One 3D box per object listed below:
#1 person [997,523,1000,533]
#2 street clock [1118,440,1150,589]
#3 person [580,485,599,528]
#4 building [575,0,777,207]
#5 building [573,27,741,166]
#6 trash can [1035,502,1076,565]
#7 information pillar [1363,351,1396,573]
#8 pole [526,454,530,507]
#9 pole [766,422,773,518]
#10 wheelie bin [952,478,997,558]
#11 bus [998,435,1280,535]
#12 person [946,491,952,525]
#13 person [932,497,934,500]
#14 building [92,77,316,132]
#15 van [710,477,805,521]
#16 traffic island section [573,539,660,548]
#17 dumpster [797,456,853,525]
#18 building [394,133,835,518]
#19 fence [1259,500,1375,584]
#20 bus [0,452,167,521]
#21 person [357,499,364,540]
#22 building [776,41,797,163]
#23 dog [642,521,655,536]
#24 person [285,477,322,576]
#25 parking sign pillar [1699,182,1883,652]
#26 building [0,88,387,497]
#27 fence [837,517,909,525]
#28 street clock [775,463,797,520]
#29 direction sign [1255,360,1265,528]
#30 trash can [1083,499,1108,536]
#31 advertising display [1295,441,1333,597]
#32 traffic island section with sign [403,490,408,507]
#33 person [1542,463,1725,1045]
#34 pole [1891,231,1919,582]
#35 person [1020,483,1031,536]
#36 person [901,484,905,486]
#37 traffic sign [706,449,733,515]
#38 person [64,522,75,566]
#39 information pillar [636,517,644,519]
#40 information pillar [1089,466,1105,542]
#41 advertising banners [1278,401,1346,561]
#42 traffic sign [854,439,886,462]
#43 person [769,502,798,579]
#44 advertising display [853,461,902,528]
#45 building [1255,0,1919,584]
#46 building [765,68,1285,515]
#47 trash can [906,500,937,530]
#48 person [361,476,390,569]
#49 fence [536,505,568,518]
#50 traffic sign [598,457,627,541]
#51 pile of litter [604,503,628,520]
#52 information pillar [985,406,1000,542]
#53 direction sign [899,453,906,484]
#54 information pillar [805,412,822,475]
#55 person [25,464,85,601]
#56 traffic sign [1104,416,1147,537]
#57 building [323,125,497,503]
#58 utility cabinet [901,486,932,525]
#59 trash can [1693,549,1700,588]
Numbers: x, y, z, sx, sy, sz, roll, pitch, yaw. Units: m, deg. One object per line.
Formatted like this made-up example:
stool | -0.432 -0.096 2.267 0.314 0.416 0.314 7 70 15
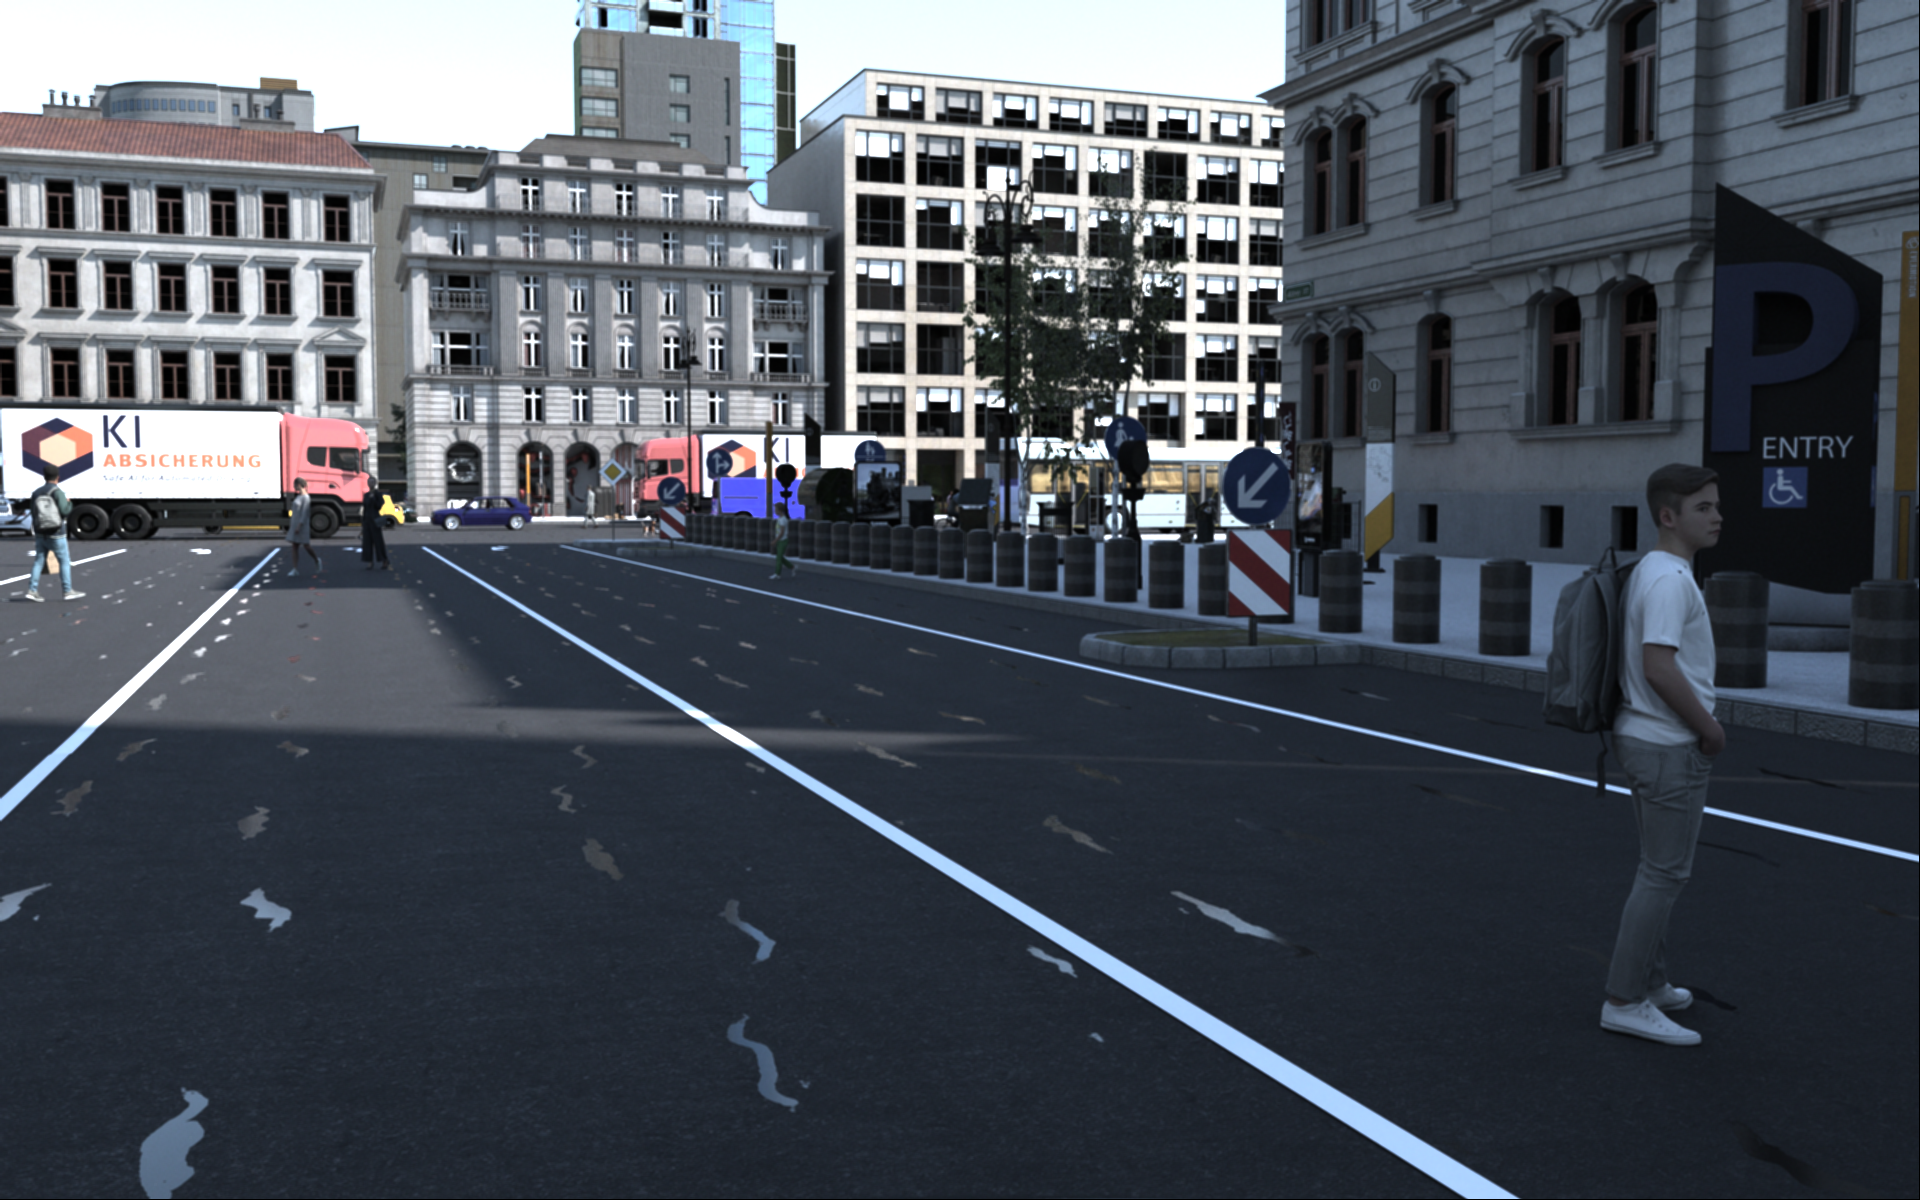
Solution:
person | 1.278 -3.242 63.712 0.614 1.554 0.590 -3 5 -40
street clock | 2.331 -1.145 23.291 0.358 2.002 0.471 3 4 37
person | -15.450 -3.885 72.120 0.767 1.812 0.694 1 4 9
building | -31.129 -52.999 179.202 22.319 86.520 31.000 -1 4 -20
building | -28.078 -29.002 157.769 14.154 41.232 14.086 -1 4 -20
trash can | 1.748 -1.225 31.678 0.748 1.137 0.748 0 3 0
information pillar | 6.838 -2.256 28.241 0.504 3.616 0.183 3 5 41
pole | -21.967 -5.765 88.094 0.158 3.312 0.155 0 3 0
pole | -5.386 -3.369 48.921 0.158 3.312 0.155 0 3 0
wheelie bin | 0.318 -1.647 34.829 0.980 1.594 0.693 1 4 17
bus | 7.651 -3.965 59.680 13.247 3.499 2.948 -1 4 -21
person | -0.416 -4.325 81.168 0.435 1.587 0.963 -2 4 -25
person | -1.300 -3.754 71.947 0.516 1.574 0.319 2 4 24
building | -105.592 -42.989 244.876 28.212 58.520 21.231 -1 4 -20
van | -6.925 -3.815 66.755 5.245 2.365 2.240 -1 4 -18
traffic island section | -9.519 -1.553 47.680 2.009 0.180 2.903 -1 4 -20
dumpster | -3.337 -2.647 45.778 1.502 2.255 1.985 -1 4 -20
building | -20.807 -15.990 103.232 24.055 21.916 13.314 -1 4 -20
fence | 5.120 -0.875 25.510 0.480 1.192 2.264 -2 4 -32
bus | -37.342 -4.811 73.521 13.247 3.499 2.948 -1 4 -20
person | -18.320 -2.485 53.404 0.640 1.303 0.475 1 4 15
building | -35.612 -50.789 268.656 20.611 71.187 20.563 -1 4 -20
dog | -10.551 -2.409 58.673 0.406 0.507 0.540 0 4 -2
person | -11.597 -1.302 30.535 0.466 1.731 0.760 1 4 14
parking sign pillar | 7.021 -1.601 14.646 1.447 3.967 1.447 2 4 34
building | -42.133 -15.748 93.635 21.152 22.565 11.583 -1 4 -20
fence | -2.176 -1.781 44.487 2.069 0.683 0.278 -1 4 -14
street clock | -4.121 -2.233 41.083 0.471 2.002 0.358 -3 5 -41
direction sign | 5.131 -2.305 29.691 0.379 3.537 0.876 0 4 2
trash can | 3.957 -2.386 50.669 0.748 1.137 0.748 0 3 0
advertising display | 4.406 -1.003 21.611 0.123 1.923 0.974 -1 4 -9
traffic island section with sign | -61.112 -11.147 190.874 1.989 1.847 2.006 -1 4 -20
person | 1.856 0.397 4.603 0.523 1.515 0.503 -1 4 -18
pole | 7.417 -1.206 13.568 0.158 3.312 0.155 0 3 0
person | 2.054 -2.870 55.556 0.434 1.807 0.598 2 4 29
person | -2.265 -3.637 67.972 0.555 1.821 0.388 1 4 19
traffic sign | -6.824 -2.997 49.109 0.768 2.556 0.104 -1 4 -17
person | -17.918 -1.350 34.486 0.340 1.345 0.435 3 4 36
information pillar | -16.493 -5.180 89.191 0.304 2.012 0.304 1 4 19
information pillar | 3.637 -2.543 46.073 0.304 2.012 0.304 3 5 41
advertising banners | 6.791 -2.279 33.456 2.074 3.025 0.090 -3 5 -40
traffic sign | -2.106 -2.467 40.442 0.768 2.556 0.104 -1 4 -14
person | -2.991 -1.016 29.355 0.590 1.304 0.306 -3 4 -38
advertising display | -1.614 -1.753 33.878 0.974 1.923 0.123 -2 4 -24
building | 17.162 -14.994 32.541 14.401 28.519 23.554 -1 4 -20
building | 6.036 -19.033 115.707 34.151 26.468 19.350 -1 4 -20
trash can | -0.919 -1.837 41.682 0.748 1.137 0.748 0 3 0
person | -11.228 -1.481 33.141 0.576 1.772 0.534 0 4 6
fence | -22.203 -4.839 94.497 0.278 0.683 2.069 3 5 42
traffic sign | -9.538 -2.688 47.595 0.795 2.450 0.064 -1 4 -20
pile of litter | -17.741 -4.610 89.336 1.176 0.858 1.719 -1 4 -14
information pillar | 0.858 -3.373 46.504 0.504 3.616 0.183 -3 5 -42
direction sign | -3.177 -6.359 95.959 0.379 3.537 0.876 -2 4 -24
information pillar | -4.215 -3.561 49.578 0.504 3.616 0.183 1 4 9
person | -12.153 -0.895 23.117 0.794 1.824 0.713 2 4 34
traffic sign | 2.699 -1.734 28.449 0.768 2.556 0.104 -1 4 -19
building | -80.457 -40.869 257.443 27.495 52.752 28.713 -1 4 -20
utility cabinet | -1.381 -2.407 48.029 1.173 1.500 0.318 -2 4 -23
trash can | 9.404 -0.598 21.432 0.748 1.137 0.748 0 3 0
